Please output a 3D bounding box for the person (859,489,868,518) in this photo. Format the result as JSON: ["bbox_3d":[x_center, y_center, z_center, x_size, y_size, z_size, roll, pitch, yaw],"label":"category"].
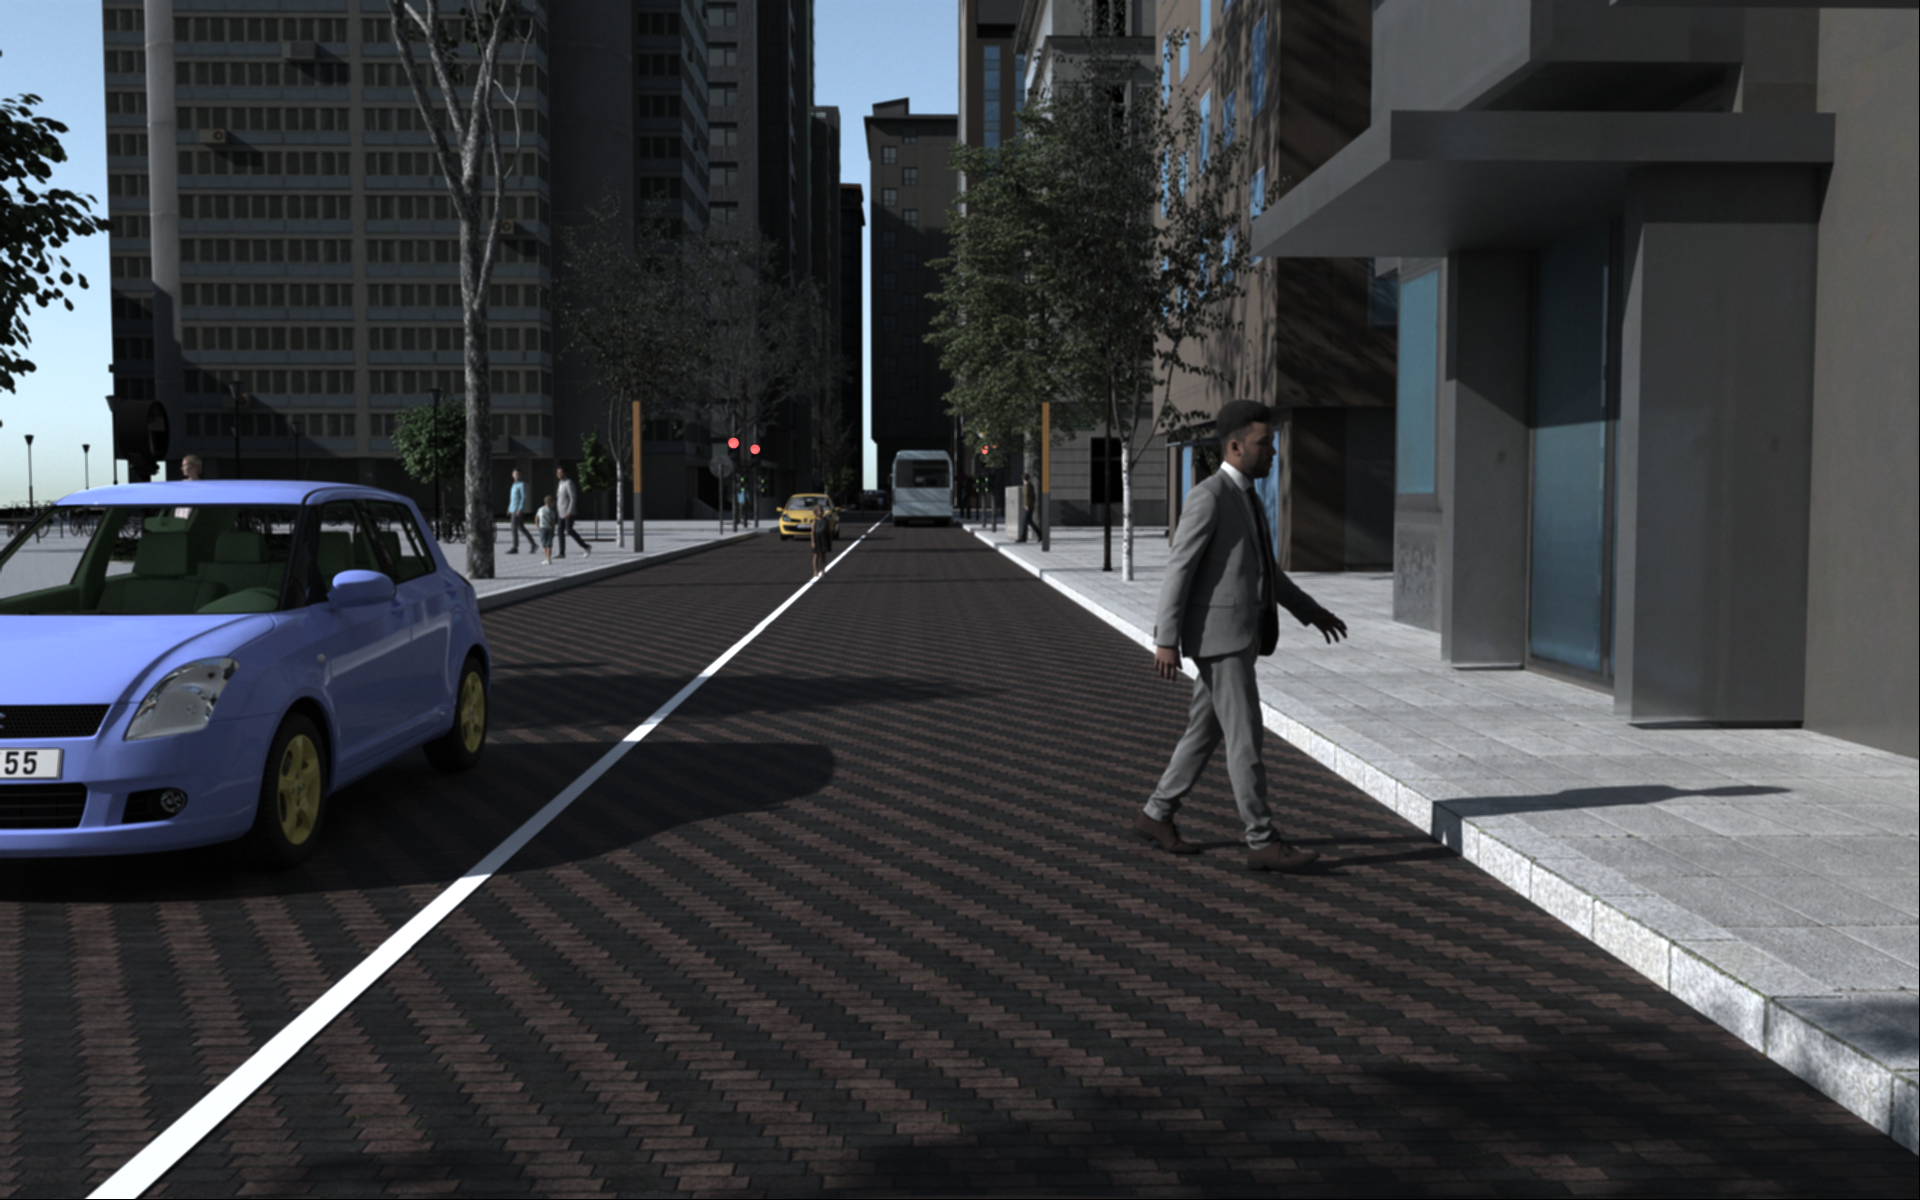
[{"bbox_3d":[-5.789,-5.730,102.774,0.593,1.750,0.643,3,4,37],"label":"person"}]

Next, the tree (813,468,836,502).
[{"bbox_3d":[-10.596,-8.199,128.659,1.663,3.219,1.824,0,3,0],"label":"tree"}]

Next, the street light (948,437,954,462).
[{"bbox_3d":[-0.703,-10.238,140.182,0.468,5.910,1.993,0,4,-2],"label":"street light"}]

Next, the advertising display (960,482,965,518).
[{"bbox_3d":[0.119,-5.331,92.381,0.123,1.923,0.974,1,4,10],"label":"advertising display"}]

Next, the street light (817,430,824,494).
[{"bbox_3d":[-9.777,-9.136,122.164,0.468,5.910,1.993,0,4,-2],"label":"street light"}]

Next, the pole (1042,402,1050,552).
[{"bbox_3d":[1.921,-2.739,38.632,0.158,3.312,0.155,0,3,0],"label":"pole"}]

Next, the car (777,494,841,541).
[{"bbox_3d":[-4.725,-2.717,54.642,2.015,1.641,3.980,0,4,-1],"label":"car"}]

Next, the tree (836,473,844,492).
[{"bbox_3d":[-10.513,-8.977,141.372,1.663,3.219,1.824,0,3,0],"label":"tree"}]

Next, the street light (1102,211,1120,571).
[{"bbox_3d":[2.452,-3.415,28.616,0.468,5.910,1.993,0,4,-2],"label":"street light"}]

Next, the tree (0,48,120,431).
[{"bbox_3d":[-7.011,-1.645,10.614,4.285,4.588,4.351,0,3,0],"label":"tree"}]

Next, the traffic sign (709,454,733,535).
[{"bbox_3d":[-7.546,-3.340,54.717,0.768,2.556,0.104,0,4,4],"label":"traffic sign"}]

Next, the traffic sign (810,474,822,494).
[{"bbox_3d":[-9.094,-6.690,109.493,0.768,2.556,0.104,0,4,1],"label":"traffic sign"}]

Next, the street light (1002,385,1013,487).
[{"bbox_3d":[1.611,-5.206,57.906,0.468,5.910,1.993,0,4,-2],"label":"street light"}]

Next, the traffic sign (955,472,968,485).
[{"bbox_3d":[0.083,-6.111,100.019,0.768,2.556,0.104,0,4,5],"label":"traffic sign"}]

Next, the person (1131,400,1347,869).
[{"bbox_3d":[1.038,0.125,6.725,0.850,1.792,0.678,2,4,32],"label":"person"}]

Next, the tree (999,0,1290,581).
[{"bbox_3d":[2.517,-4.579,25.222,4.360,8.622,3.978,0,3,0],"label":"tree"}]

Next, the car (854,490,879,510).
[{"bbox_3d":[-8.400,-9.013,156.040,2.281,1.827,5.304,0,4,-2],"label":"car"}]

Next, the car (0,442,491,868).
[{"bbox_3d":[-3.364,0.113,7.748,1.945,1.707,3.694,0,3,0],"label":"car"}]

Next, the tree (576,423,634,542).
[{"bbox_3d":[-9.956,-3.208,47.055,1.663,3.219,1.824,0,3,0],"label":"tree"}]

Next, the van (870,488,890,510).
[{"bbox_3d":[-7.508,-9.451,161.538,2.013,2.044,4.112,0,4,-2],"label":"van"}]

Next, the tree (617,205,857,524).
[{"bbox_3d":[-9.579,-9.984,73.608,12.009,13.543,11.850,0,3,0],"label":"tree"}]

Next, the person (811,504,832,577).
[{"bbox_3d":[-2.393,-1.028,29.982,0.362,1.253,0.373,-1,4,-16],"label":"person"}]

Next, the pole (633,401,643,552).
[{"bbox_3d":[-7.101,-2.713,38.200,0.158,3.312,0.155,0,3,0],"label":"pole"}]

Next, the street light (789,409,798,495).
[{"bbox_3d":[-9.076,-7.449,94.585,0.468,5.910,1.993,0,4,-2],"label":"street light"}]

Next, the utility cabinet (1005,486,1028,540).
[{"bbox_3d":[1.567,-2.419,48.223,0.318,1.500,1.173,-1,4,-16],"label":"utility cabinet"}]

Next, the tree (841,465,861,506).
[{"bbox_3d":[-12.650,-12.760,192.341,4.285,4.588,4.351,0,3,0],"label":"tree"}]

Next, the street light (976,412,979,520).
[{"bbox_3d":[0.857,-6.846,84.716,0.468,5.910,1.993,0,4,-2],"label":"street light"}]

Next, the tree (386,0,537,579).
[{"bbox_3d":[-8.607,-10.345,25.027,12.611,20.169,13.585,0,3,0],"label":"tree"}]

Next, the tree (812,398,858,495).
[{"bbox_3d":[-10.150,-11.213,133.690,4.360,8.622,3.978,0,3,0],"label":"tree"}]

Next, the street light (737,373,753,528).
[{"bbox_3d":[-8.214,-5.714,66.212,0.468,5.910,1.993,0,4,-2],"label":"street light"}]

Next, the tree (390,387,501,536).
[{"bbox_3d":[-15.800,-4.257,53.316,4.285,4.588,4.351,0,3,0],"label":"tree"}]

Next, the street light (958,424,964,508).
[{"bbox_3d":[0.073,-8.544,112.481,0.468,5.910,1.993,0,4,-2],"label":"street light"}]

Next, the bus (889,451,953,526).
[{"bbox_3d":[-1.832,-5.204,79.946,2.948,3.499,13.247,0,4,-2],"label":"bus"}]

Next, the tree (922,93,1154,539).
[{"bbox_3d":[2.512,-8.023,49.303,7.486,12.596,7.792,0,3,0],"label":"tree"}]

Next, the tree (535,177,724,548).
[{"bbox_3d":[-7.906,-5.564,41.326,4.360,8.622,3.978,0,3,0],"label":"tree"}]
